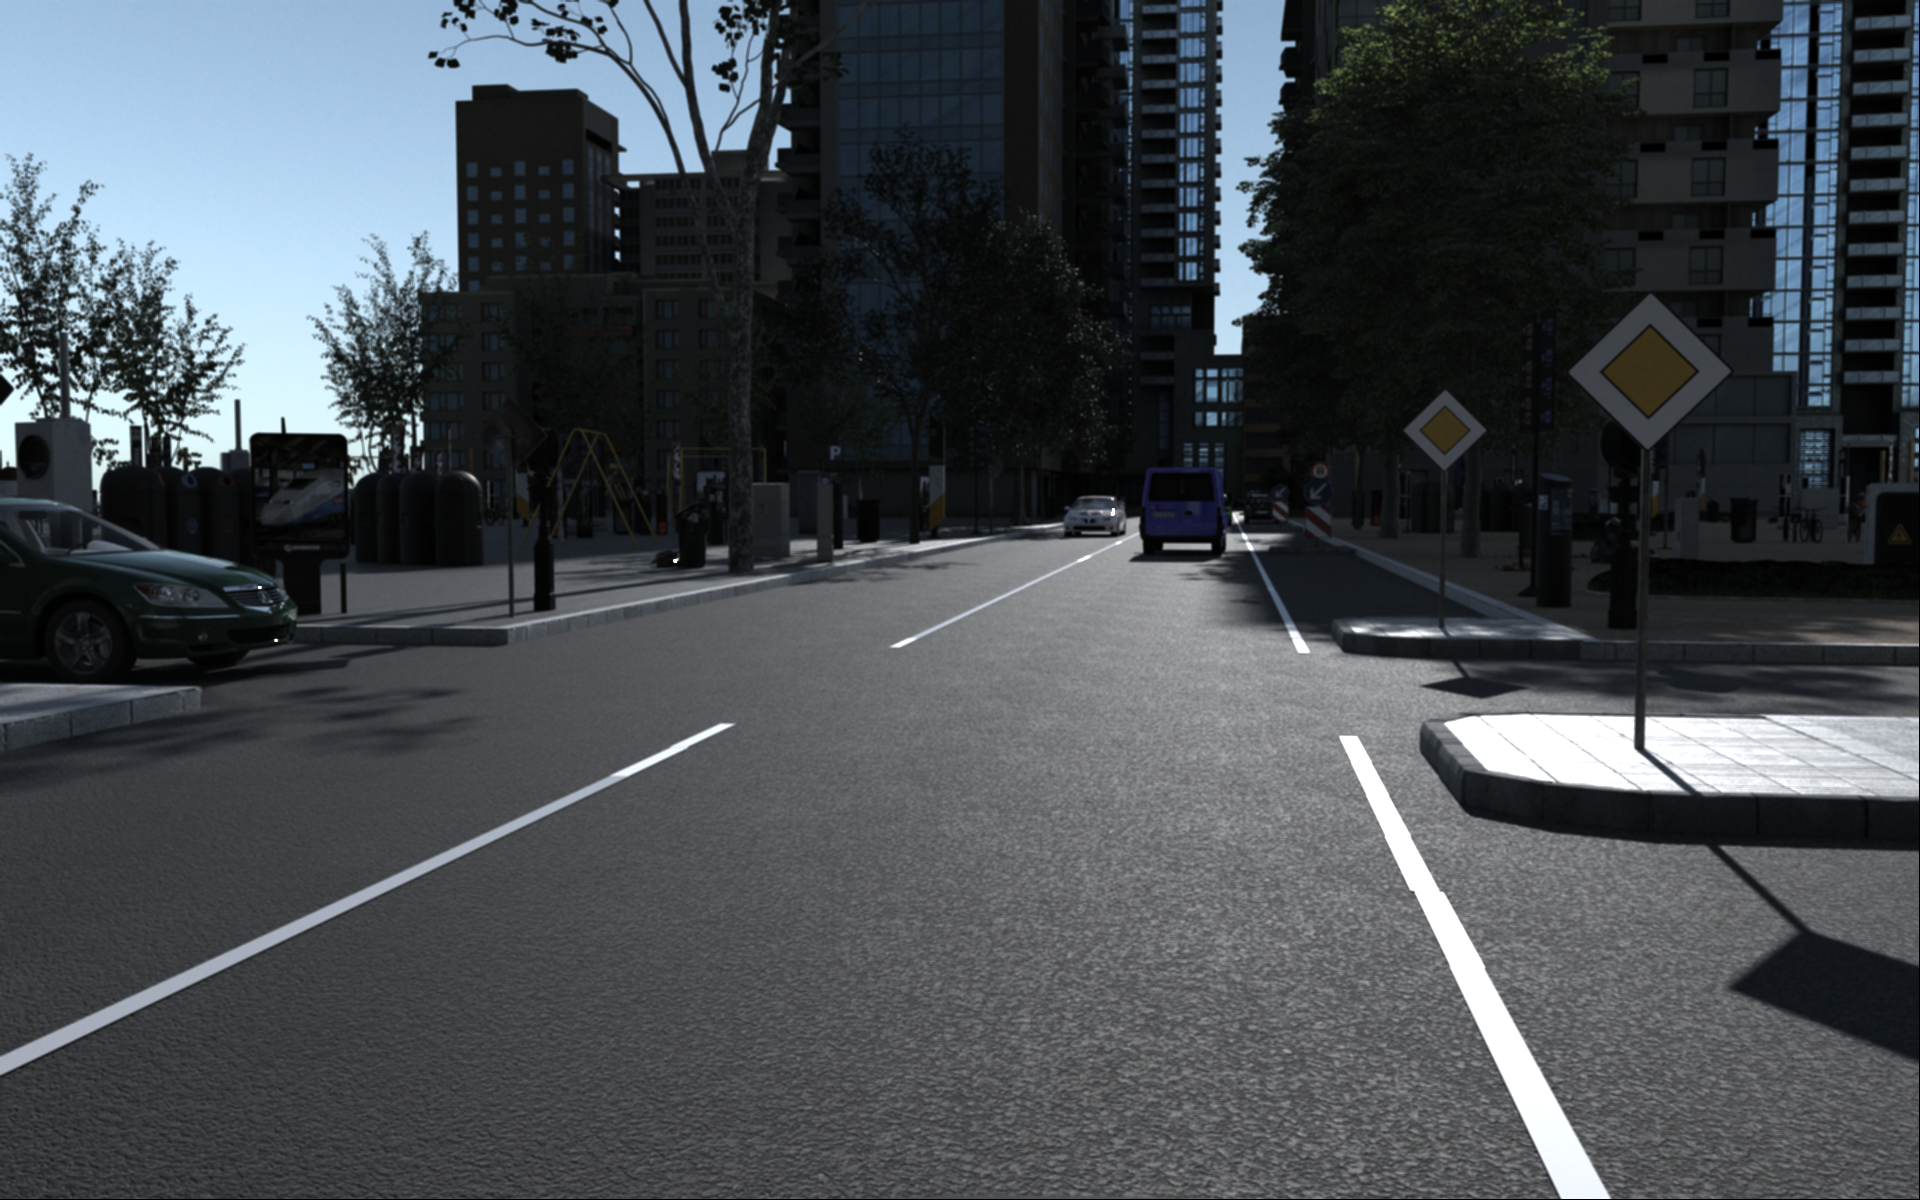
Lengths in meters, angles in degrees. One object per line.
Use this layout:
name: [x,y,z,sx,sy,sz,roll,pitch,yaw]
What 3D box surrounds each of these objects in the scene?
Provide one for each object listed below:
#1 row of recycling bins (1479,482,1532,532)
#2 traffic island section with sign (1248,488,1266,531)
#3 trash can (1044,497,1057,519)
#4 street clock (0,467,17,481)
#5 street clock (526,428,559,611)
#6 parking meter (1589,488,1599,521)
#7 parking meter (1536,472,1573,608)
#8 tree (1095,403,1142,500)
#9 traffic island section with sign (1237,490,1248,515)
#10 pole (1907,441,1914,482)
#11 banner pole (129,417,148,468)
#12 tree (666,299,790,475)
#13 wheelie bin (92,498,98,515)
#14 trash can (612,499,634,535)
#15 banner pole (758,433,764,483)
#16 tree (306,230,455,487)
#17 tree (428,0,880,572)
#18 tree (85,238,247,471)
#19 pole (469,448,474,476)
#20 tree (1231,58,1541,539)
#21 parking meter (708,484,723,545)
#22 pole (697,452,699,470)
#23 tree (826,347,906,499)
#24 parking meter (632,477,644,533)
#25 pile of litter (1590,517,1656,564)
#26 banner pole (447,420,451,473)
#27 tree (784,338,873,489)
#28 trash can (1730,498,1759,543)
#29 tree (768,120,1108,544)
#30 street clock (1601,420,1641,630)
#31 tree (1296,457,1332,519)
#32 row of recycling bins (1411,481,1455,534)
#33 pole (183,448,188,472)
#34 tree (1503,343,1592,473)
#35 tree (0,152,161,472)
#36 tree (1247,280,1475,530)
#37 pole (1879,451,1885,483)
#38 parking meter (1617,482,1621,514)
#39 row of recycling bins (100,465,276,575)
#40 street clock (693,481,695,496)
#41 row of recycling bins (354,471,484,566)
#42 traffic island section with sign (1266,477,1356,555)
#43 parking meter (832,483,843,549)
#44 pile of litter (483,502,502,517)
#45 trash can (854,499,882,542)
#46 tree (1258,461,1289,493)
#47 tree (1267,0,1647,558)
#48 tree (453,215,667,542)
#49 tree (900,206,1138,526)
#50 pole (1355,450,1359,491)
row of recycling bins: [18.943,-3.175,59.028,1.069,1.692,3.534,-3,4,-37]
traffic island section with sign: [12.500,-3.650,68.312,1.989,1.847,2.006,1,4,9]
trash can: [4.617,-4.731,89.003,0.748,1.137,0.748,0,3,0]
street clock: [-25.222,-2.537,46.058,0.471,2.002,0.358,0,4,-5]
street clock: [-4.593,-0.889,19.098,0.358,2.002,0.471,0,4,5]
parking meter: [25.710,-3.780,70.209,0.372,1.533,0.369,0,3,0]
parking meter: [6.762,-0.690,19.686,0.372,1.533,0.369,0,3,0]
tree: [12.457,-11.582,139.723,4.737,8.622,4.395,0,3,0]
traffic island section with sign: [19.989,-6.668,117.650,1.989,1.847,2.006,1,4,9]
pole: [36.694,-4.469,66.904,0.158,3.312,0.155,0,3,0]
banner pole: [-26.437,-4.031,55.921,0.401,3.779,0.863,1,4,22]
tree: [-8.509,-6.998,64.775,4.737,8.622,4.395,0,3,0]
wheelie bin: [-16.863,-1.521,32.772,0.693,1.594,0.980,3,4,38]
trash can: [-10.731,-2.658,55.114,0.748,1.137,0.748,0,3,0]
banner pole: [-8.184,-4.971,71.296,0.401,3.779,0.863,1,4,8]
tree: [-15.412,-5.953,47.701,4.360,8.622,3.978,0,3,0]
tree: [-4.047,-10.620,29.523,12.611,20.169,13.585,0,3,0]
tree: [-23.170,-6.101,50.108,4.737,8.622,4.395,0,3,0]
pole: [-21.537,-5.054,76.471,0.158,3.312,0.155,0,3,0]
tree: [12.385,-8.753,49.771,9.857,13.997,8.962,0,3,0]
parking meter: [-6.221,-2.185,44.137,0.372,1.533,0.369,0,3,0]
pole: [-12.674,-5.533,84.309,0.158,3.312,0.155,0,3,0]
tree: [-4.786,-8.225,84.835,4.737,8.622,4.395,0,3,0]
parking meter: [-10.652,-3.156,57.318,0.399,1.863,0.255,-1,4,-11]
pile of litter: [12.456,-1.117,32.224,1.719,0.858,1.176,-2,4,-25]
banner pole: [-17.067,-4.157,57.988,0.401,3.779,0.863,-1,4,-18]
tree: [-6.249,-7.865,78.948,4.360,8.622,3.978,0,3,0]
trash can: [20.647,-2.077,45.619,0.748,1.137,0.748,0,3,0]
tree: [-1.373,-6.722,44.323,8.767,10.594,7.601,2,4,29]
street clock: [6.318,-0.727,16.457,0.471,2.002,0.358,-2,4,-30]
tree: [18.237,-5.778,89.068,1.663,3.219,1.824,0,3,0]
row of recycling bins: [15.757,-3.108,57.923,1.069,1.692,3.534,0,4,5]
pole: [-33.907,-5.018,75.893,0.158,3.312,0.155,0,3,0]
tree: [28.181,-8.092,82.672,4.737,8.622,4.395,0,3,0]
tree: [-19.619,-5.338,37.632,4.360,8.622,3.978,0,3,0]
tree: [14.262,-7.814,62.164,8.767,10.594,7.601,1,4,23]
pole: [43.294,-5.351,81.340,0.158,3.312,0.155,0,3,0]
parking meter: [31.765,-4.744,83.276,0.255,1.863,0.399,1,4,19]
row of recycling bins: [-11.561,-1.154,25.989,1.069,1.692,3.534,1,4,11]
street clock: [-14.566,-5.569,95.617,0.358,2.002,0.471,-1,4,-16]
row of recycling bins: [-10.029,-1.519,31.946,3.534,1.692,1.069,3,5,41]
traffic island section with sign: [8.461,-2.020,41.661,1.989,1.847,2.006,1,4,9]
parking meter: [-2.923,-1.963,40.500,0.372,1.533,0.369,0,3,0]
pile of litter: [-26.004,-5.048,96.500,1.719,0.858,1.176,2,4,26]
trash can: [-2.447,-2.115,46.228,0.748,1.137,0.748,0,3,0]
tree: [30.435,-11.220,167.165,4.285,4.588,4.351,0,3,0]
tree: [9.941,-7.129,34.685,7.486,12.596,7.792,0,3,0]
tree: [-10.555,-5.884,46.559,4.360,8.622,3.978,0,3,0]
tree: [2.321,-9.328,69.523,9.611,12.733,9.660,0,3,0]
pole: [18.453,-5.296,80.431,0.158,3.312,0.155,0,3,0]
